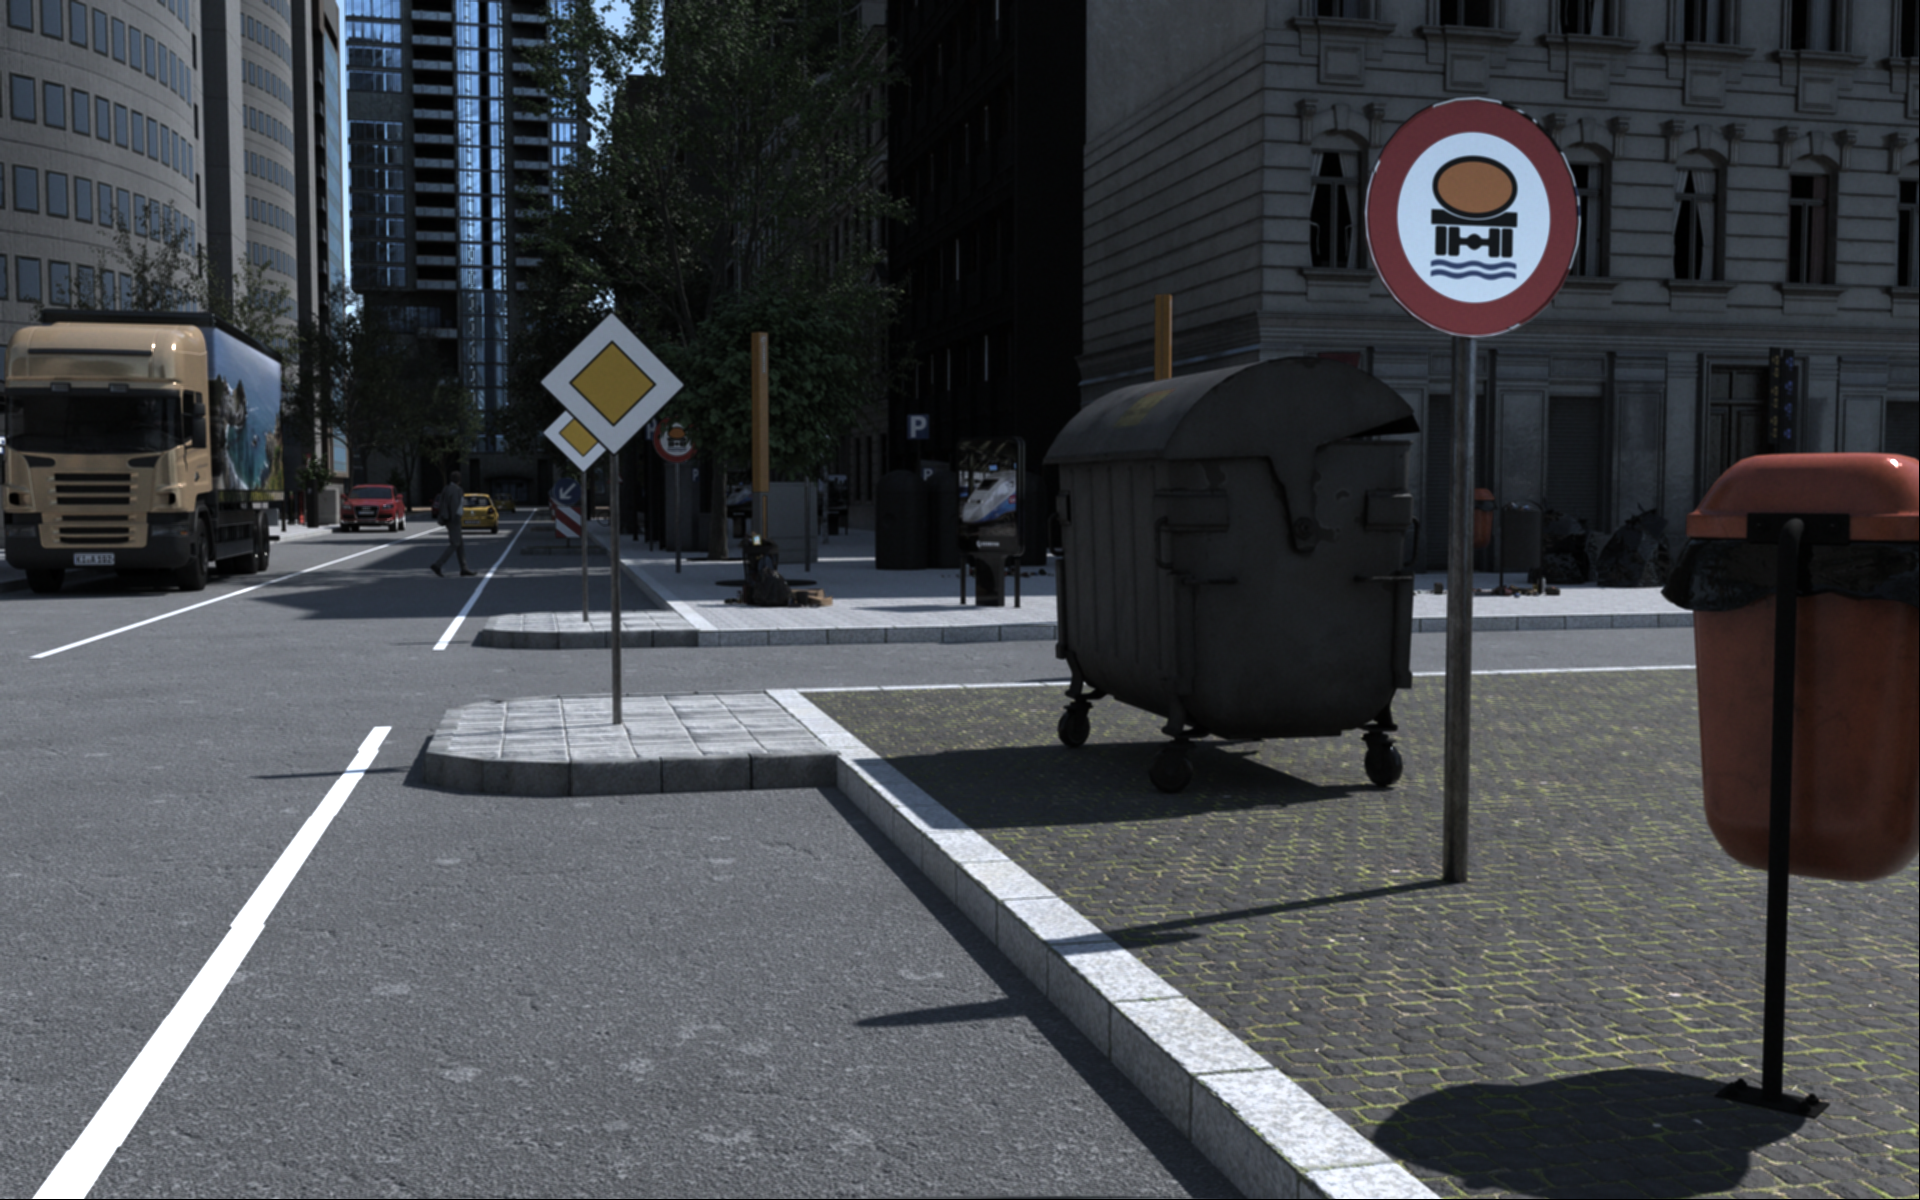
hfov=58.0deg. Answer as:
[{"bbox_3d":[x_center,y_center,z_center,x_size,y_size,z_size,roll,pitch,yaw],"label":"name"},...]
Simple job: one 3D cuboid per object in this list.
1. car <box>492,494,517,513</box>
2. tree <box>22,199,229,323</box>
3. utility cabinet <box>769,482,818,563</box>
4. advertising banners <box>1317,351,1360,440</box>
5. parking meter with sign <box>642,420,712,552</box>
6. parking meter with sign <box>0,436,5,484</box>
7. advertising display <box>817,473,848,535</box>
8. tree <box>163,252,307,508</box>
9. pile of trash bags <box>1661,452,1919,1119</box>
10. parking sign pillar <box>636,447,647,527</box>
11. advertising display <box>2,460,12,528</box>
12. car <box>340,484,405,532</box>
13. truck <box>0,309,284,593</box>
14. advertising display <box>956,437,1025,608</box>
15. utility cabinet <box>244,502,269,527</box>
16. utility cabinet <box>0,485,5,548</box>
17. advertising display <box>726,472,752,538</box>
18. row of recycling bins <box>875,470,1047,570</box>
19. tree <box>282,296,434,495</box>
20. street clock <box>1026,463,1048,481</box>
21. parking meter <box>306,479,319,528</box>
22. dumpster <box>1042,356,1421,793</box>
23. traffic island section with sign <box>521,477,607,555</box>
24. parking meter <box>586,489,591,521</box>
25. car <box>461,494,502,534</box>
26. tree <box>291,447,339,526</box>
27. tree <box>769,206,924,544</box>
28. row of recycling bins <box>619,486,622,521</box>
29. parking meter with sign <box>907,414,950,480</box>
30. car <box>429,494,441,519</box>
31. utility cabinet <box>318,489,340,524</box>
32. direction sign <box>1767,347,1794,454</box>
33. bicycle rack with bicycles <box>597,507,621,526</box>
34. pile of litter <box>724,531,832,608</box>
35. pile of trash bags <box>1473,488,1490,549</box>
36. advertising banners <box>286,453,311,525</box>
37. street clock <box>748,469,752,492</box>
[{"bbox_3d":[-34.716,-7.431,131.728,2.015,1.641,3.980,-1,4,-13],"label":"car"},{"bbox_3d":[-20.229,-5.643,42.629,4.360,8.622,3.978,0,3,0],"label":"tree"},{"bbox_3d":[-3.202,-1.427,32.018,1.173,1.500,0.318,-3,5,-41],"label":"utility cabinet"},{"bbox_3d":[3.887,-1.546,21.469,2.074,3.025,0.090,0,4,8],"label":"advertising banners"},{"bbox_3d":[-6.170,-2.584,38.514,1.738,3.016,0.543,1,4,22],"label":"parking meter with sign"},{"bbox_3d":[-29.525,-3.407,51.967,1.738,3.016,0.543,0,4,2],"label":"parking meter with sign"},{"bbox_3d":[-3.978,-2.988,54.068,0.974,1.923,0.123,0,4,-8],"label":"advertising display"},{"bbox_3d":[-21.686,-6.209,51.886,4.737,8.622,4.395,0,3,0],"label":"tree"},{"bbox_3d":[2.927,0.421,2.870,3.447,1.369,1.912,3,5,41],"label":"pile of trash bags"},{"bbox_3d":[-12.174,-4.825,67.358,1.447,3.967,1.447,0,4,-4],"label":"parking sign pillar"},{"bbox_3d":[-18.109,-1.726,33.431,0.123,1.923,0.974,0,4,4],"label":"advertising display"},{"bbox_3d":[-22.529,-3.539,66.538,2.281,1.827,5.304,-1,4,-13],"label":"car"},{"bbox_3d":[-13.231,-2.434,28.706,2.839,4.237,11.283,-1,4,-14],"label":"truck"},{"bbox_3d":[0.344,-0.892,19.800,0.974,1.923,0.123,3,5,44],"label":"advertising display"},{"bbox_3d":[-23.868,-2.911,58.749,0.306,1.237,1.020,1,4,9],"label":"utility cabinet"},{"bbox_3d":[-22.331,-1.959,40.701,1.173,1.500,0.318,2,4,27],"label":"utility cabinet"},{"bbox_3d":[-6.382,-2.744,50.074,0.974,1.923,0.123,1,4,21],"label":"advertising display"},{"bbox_3d":[0.103,-1.421,30.345,3.534,1.692,1.069,-3,4,-38],"label":"row of recycling bins"},{"bbox_3d":[-28.316,-8.968,81.047,7.601,10.594,8.767,-2,4,-33],"label":"tree"},{"bbox_3d":[1.800,-2.203,40.584,0.471,2.002,0.358,1,4,19],"label":"street clock"},{"bbox_3d":[-24.676,-3.686,65.974,0.399,1.863,0.255,2,4,25],"label":"parking meter"},{"bbox_3d":[1.237,-0.147,8.167,1.264,1.857,1.865,-1,4,-14],"label":"dumpster"},{"bbox_3d":[-9.518,-2.012,41.523,1.989,1.847,2.006,-1,4,-13],"label":"traffic island section with sign"},{"bbox_3d":[-18.120,-4.628,84.081,0.372,1.533,0.369,0,3,0],"label":"parking meter"},{"bbox_3d":[-17.832,-3.259,63.501,2.015,1.641,3.980,-1,4,-14],"label":"car"},{"bbox_3d":[-26.343,-4.646,70.563,1.663,3.219,1.824,0,3,0],"label":"tree"},{"bbox_3d":[-3.276,-5.756,44.478,4.737,8.622,4.395,0,3,0],"label":"tree"},{"bbox_3d":[-14.925,-4.452,79.899,1.069,1.692,3.534,1,4,13],"label":"row of recycling bins"},{"bbox_3d":[-0.532,-2.591,38.623,0.543,3.016,1.738,2,4,26],"label":"parking meter with sign"},{"bbox_3d":[-30.166,-5.690,102.077,2.155,1.783,4.494,-1,4,-15],"label":"car"},{"bbox_3d":[-26.458,-3.888,72.247,1.173,1.500,0.318,1,4,16],"label":"utility cabinet"},{"bbox_3d":[12.782,-2.143,27.038,0.876,3.537,0.379,-3,5,-43],"label":"direction sign"},{"bbox_3d":[-13.176,-3.502,70.640,2.925,0.926,2.852,0,4,-4],"label":"bicycle rack with bicycles"},{"bbox_3d":[-2.133,-0.385,20.253,1.176,0.858,1.719,-1,4,-19],"label":"pile of litter"},{"bbox_3d":[8.758,-0.953,25.338,1.912,1.369,3.447,-3,5,-41],"label":"pile of trash bags"},{"bbox_3d":[-27.917,-4.714,73.270,0.090,3.025,2.074,1,4,9],"label":"advertising banners"},{"bbox_3d":[-4.802,-2.247,41.312,0.471,2.002,0.358,-2,4,-35],"label":"street clock"}]
